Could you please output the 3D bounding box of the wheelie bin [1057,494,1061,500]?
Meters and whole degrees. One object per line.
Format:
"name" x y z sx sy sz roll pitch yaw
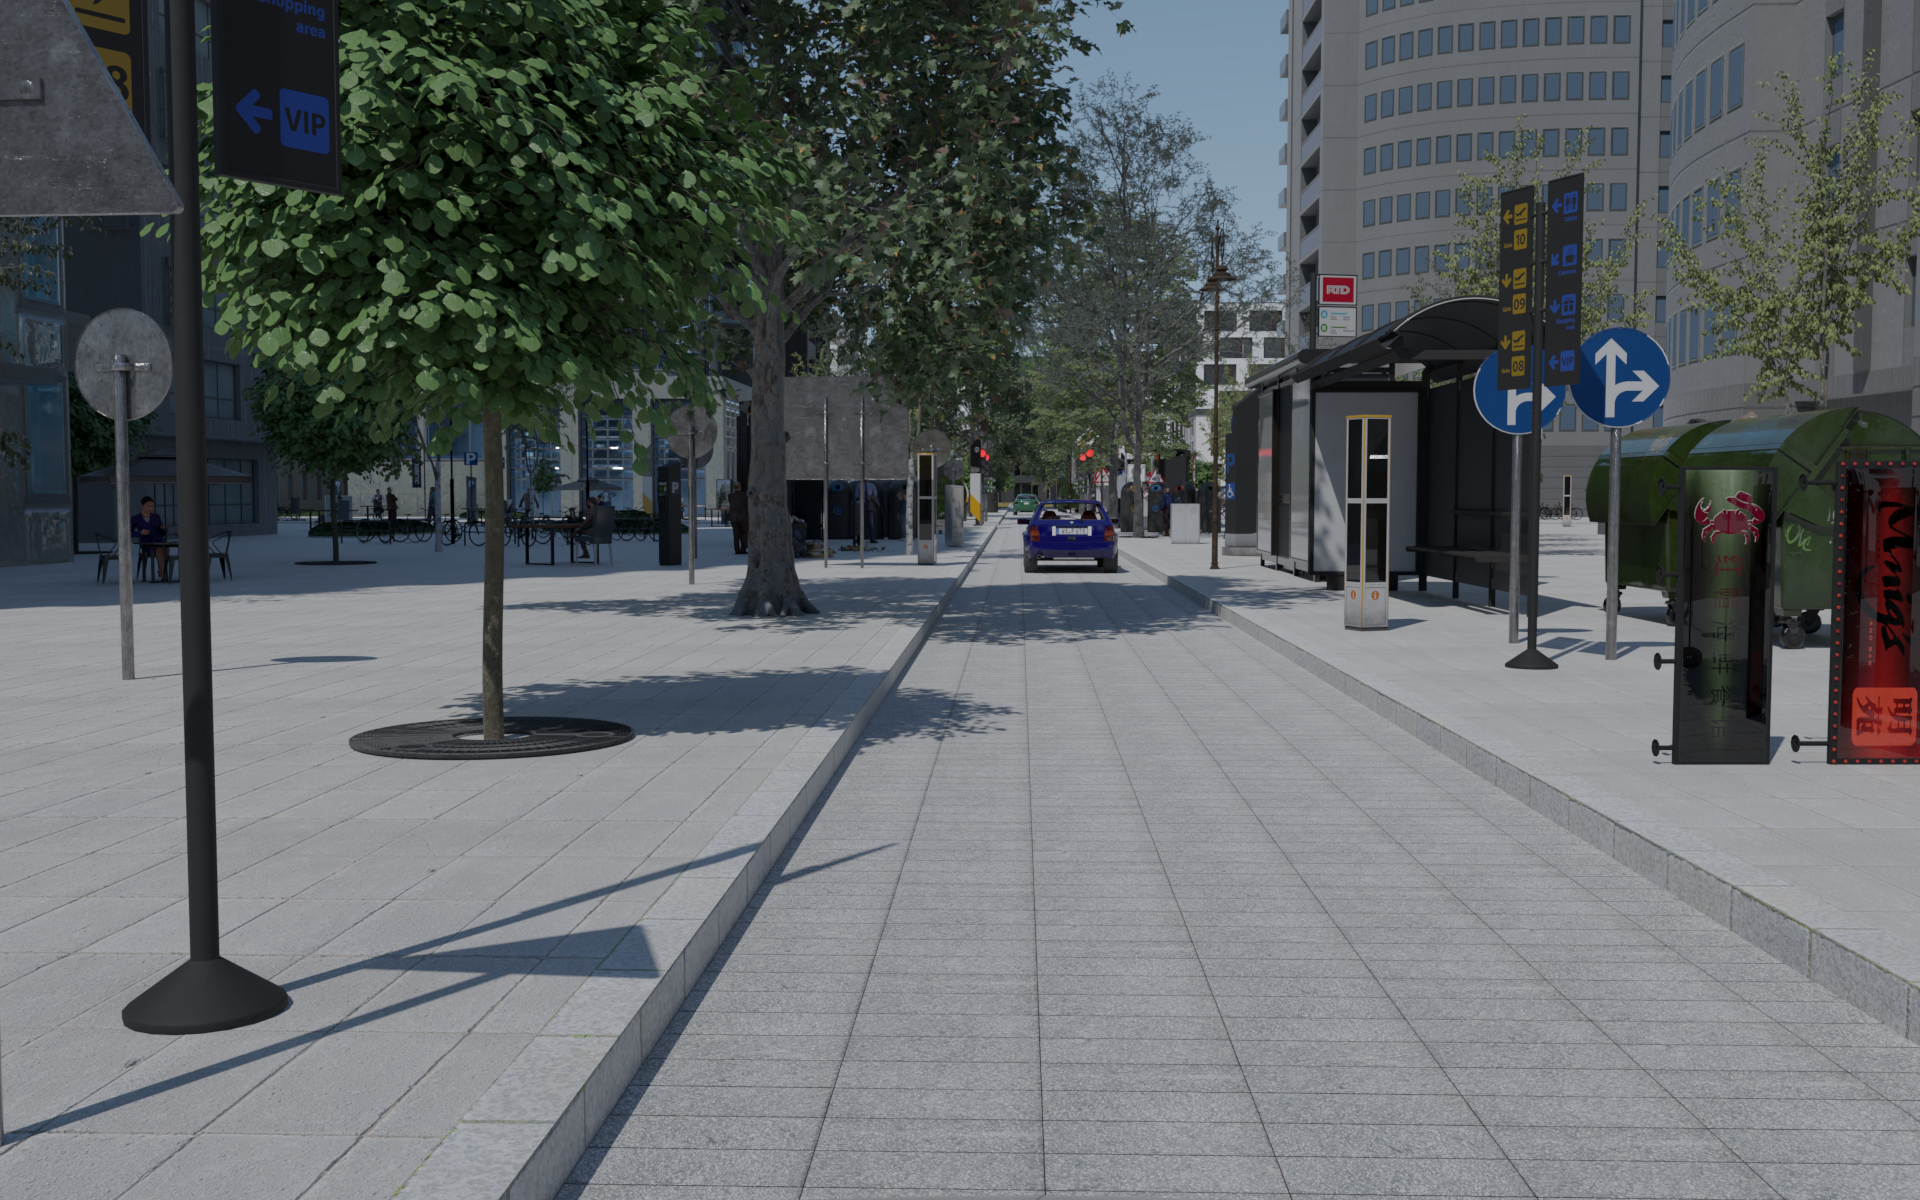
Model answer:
"wheelie bin" 7.341 -7.125 124.403 0.693 1.594 0.980 0 4 7

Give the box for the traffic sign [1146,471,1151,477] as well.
"traffic sign" 10.617 -5.833 95.470 0.768 2.556 0.104 0 4 3

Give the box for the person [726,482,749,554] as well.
"person" -4.736 -1.748 36.894 0.482 1.546 0.388 0 4 1

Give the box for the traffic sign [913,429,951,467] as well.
"traffic sign" -0.559 -2.073 33.994 0.768 2.556 0.104 1 4 10

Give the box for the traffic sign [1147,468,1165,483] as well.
"traffic sign" 9.583 -5.187 84.809 0.884 2.594 0.081 0 4 4

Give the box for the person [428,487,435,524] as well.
"person" -19.079 -3.321 62.558 0.429 1.552 0.499 3 5 40

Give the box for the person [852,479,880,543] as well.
"person" -2.426 -2.381 44.834 0.709 1.838 0.599 -1 4 -10

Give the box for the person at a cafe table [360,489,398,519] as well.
"person at a cafe table" -27.975 -4.575 83.313 1.698 1.524 1.622 -1 4 -22

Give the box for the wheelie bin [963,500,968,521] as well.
"wheelie bin" 0.007 -4.493 81.375 0.693 1.594 0.980 -1 4 -20

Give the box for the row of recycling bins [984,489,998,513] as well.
"row of recycling bins" 1.997 -6.949 120.725 1.069 1.692 3.534 -1 4 -10

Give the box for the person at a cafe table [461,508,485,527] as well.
"person at a cafe table" -18.646 -3.553 68.954 1.726 1.238 1.698 -3 5 -44

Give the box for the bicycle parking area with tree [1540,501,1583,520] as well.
"bicycle parking area with tree" 27.333 -6.249 89.179 9.016 4.147 8.231 1 4 20

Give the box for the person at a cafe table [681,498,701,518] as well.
"person at a cafe table" -13.373 -4.529 84.910 1.726 1.238 1.698 -2 4 -34

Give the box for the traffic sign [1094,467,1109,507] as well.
"traffic sign" 6.795 -5.028 82.213 0.884 2.594 0.081 1 4 12

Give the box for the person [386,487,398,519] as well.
"person" -21.453 -3.490 65.382 0.482 1.546 0.388 3 5 39

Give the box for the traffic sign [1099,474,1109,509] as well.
"traffic sign" 7.054 -5.038 84.500 0.606 2.300 0.079 0 4 7

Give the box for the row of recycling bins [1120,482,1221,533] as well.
"row of recycling bins" 7.035 -3.107 57.907 3.534 1.692 1.069 2 4 25

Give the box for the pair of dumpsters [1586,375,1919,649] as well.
"pair of dumpsters" 7.361 -0.840 16.235 1.574 2.255 4.437 0 4 2

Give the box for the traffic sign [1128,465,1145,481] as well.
"traffic sign" 6.098 -3.534 59.906 0.606 2.300 0.079 0 4 6

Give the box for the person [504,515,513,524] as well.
"person" -20.073 -3.698 77.256 0.655 0.850 0.859 2 4 27

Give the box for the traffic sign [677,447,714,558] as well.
"traffic sign" -5.287 -2.105 34.519 0.768 2.556 0.104 1 4 9

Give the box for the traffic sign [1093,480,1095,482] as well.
"traffic sign" 9.580 -7.323 119.831 0.768 2.556 0.104 0 4 4

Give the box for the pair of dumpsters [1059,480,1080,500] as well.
"pair of dumpsters" 7.567 -7.065 118.011 1.574 2.255 4.437 0 4 2

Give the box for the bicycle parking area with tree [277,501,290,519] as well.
"bicycle parking area with tree" -38.197 -6.189 88.190 9.016 4.147 8.231 1 4 17

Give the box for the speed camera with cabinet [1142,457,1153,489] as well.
"speed camera with cabinet" 9.690 -6.042 93.126 0.660 3.252 2.038 -3 5 -39

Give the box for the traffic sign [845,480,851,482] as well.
"traffic sign" -4.384 -4.112 67.330 0.768 2.556 0.104 0 4 6

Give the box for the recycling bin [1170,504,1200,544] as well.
"recycling bin" 5.808 -1.966 44.693 0.722 1.027 0.722 0 4 4

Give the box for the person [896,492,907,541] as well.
"person" -1.561 -2.267 47.023 0.435 1.345 0.340 3 5 43

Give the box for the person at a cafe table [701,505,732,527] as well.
"person at a cafe table" -8.757 -3.454 67.340 1.726 1.238 1.698 2 4 23

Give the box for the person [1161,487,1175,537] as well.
"person" 6.296 -2.662 52.268 0.574 1.496 0.600 -1 4 -9

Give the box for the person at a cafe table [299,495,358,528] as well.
"person at a cafe table" -21.920 -3.042 60.592 1.698 1.238 1.726 -3 5 -44

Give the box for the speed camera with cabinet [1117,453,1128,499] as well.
"speed camera with cabinet" 8.036 -5.469 83.758 0.660 3.252 2.038 1 4 22

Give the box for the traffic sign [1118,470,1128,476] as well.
"traffic sign" 8.744 -5.624 92.062 0.768 2.556 0.104 1 4 12

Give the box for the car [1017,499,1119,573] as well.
"car" 2.057 -1.237 32.810 1.945 1.354 3.894 0 4 2

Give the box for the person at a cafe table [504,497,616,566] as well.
"person at a cafe table" -6.999 -1.262 31.492 1.726 1.238 1.698 3 4 38

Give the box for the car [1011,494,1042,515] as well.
"car" 4.561 -6.510 118.236 2.131 1.459 4.920 0 4 3

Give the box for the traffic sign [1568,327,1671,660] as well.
"traffic sign" 5.039 -0.809 13.330 0.768 2.556 0.104 0 4 5

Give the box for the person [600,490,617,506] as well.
"person" -16.719 -4.607 82.085 0.841 1.734 0.376 1 4 14

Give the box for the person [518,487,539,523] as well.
"person" -19.475 -4.234 78.272 0.990 1.755 0.434 1 4 11

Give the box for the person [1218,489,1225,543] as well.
"person" 7.221 -2.388 45.809 0.841 1.734 0.376 -1 4 -14

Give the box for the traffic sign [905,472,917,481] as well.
"traffic sign" -2.422 -5.321 87.002 0.884 2.594 0.081 0 4 3

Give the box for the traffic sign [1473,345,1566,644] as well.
"traffic sign" 4.758 -0.899 14.806 0.768 2.556 0.104 0 4 7

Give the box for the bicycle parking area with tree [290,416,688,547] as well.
"bicycle parking area with tree" -11.844 -3.643 46.560 9.016 4.147 8.231 3 5 42

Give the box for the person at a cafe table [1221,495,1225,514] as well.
"person at a cafe table" 16.905 -6.000 108.967 1.726 1.238 1.698 0 4 -1

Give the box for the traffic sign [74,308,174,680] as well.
"traffic sign" -5.750 -0.721 11.899 0.768 2.556 0.104 1 4 12

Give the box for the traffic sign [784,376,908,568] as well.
"traffic sign" -2.012 -2.206 29.946 2.265 3.308 0.079 1 4 10

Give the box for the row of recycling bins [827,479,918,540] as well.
"row of recycling bins" -3.010 -2.566 49.073 3.534 1.692 1.069 0 4 5

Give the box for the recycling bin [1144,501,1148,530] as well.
"recycling bin" 6.664 -2.993 61.494 0.722 1.027 0.722 0 4 7

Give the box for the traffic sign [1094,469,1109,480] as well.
"traffic sign" 7.076 -5.271 86.287 0.768 2.556 0.104 0 4 7

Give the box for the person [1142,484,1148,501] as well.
"person" 8.741 -4.601 81.934 0.621 1.740 0.551 2 4 29
